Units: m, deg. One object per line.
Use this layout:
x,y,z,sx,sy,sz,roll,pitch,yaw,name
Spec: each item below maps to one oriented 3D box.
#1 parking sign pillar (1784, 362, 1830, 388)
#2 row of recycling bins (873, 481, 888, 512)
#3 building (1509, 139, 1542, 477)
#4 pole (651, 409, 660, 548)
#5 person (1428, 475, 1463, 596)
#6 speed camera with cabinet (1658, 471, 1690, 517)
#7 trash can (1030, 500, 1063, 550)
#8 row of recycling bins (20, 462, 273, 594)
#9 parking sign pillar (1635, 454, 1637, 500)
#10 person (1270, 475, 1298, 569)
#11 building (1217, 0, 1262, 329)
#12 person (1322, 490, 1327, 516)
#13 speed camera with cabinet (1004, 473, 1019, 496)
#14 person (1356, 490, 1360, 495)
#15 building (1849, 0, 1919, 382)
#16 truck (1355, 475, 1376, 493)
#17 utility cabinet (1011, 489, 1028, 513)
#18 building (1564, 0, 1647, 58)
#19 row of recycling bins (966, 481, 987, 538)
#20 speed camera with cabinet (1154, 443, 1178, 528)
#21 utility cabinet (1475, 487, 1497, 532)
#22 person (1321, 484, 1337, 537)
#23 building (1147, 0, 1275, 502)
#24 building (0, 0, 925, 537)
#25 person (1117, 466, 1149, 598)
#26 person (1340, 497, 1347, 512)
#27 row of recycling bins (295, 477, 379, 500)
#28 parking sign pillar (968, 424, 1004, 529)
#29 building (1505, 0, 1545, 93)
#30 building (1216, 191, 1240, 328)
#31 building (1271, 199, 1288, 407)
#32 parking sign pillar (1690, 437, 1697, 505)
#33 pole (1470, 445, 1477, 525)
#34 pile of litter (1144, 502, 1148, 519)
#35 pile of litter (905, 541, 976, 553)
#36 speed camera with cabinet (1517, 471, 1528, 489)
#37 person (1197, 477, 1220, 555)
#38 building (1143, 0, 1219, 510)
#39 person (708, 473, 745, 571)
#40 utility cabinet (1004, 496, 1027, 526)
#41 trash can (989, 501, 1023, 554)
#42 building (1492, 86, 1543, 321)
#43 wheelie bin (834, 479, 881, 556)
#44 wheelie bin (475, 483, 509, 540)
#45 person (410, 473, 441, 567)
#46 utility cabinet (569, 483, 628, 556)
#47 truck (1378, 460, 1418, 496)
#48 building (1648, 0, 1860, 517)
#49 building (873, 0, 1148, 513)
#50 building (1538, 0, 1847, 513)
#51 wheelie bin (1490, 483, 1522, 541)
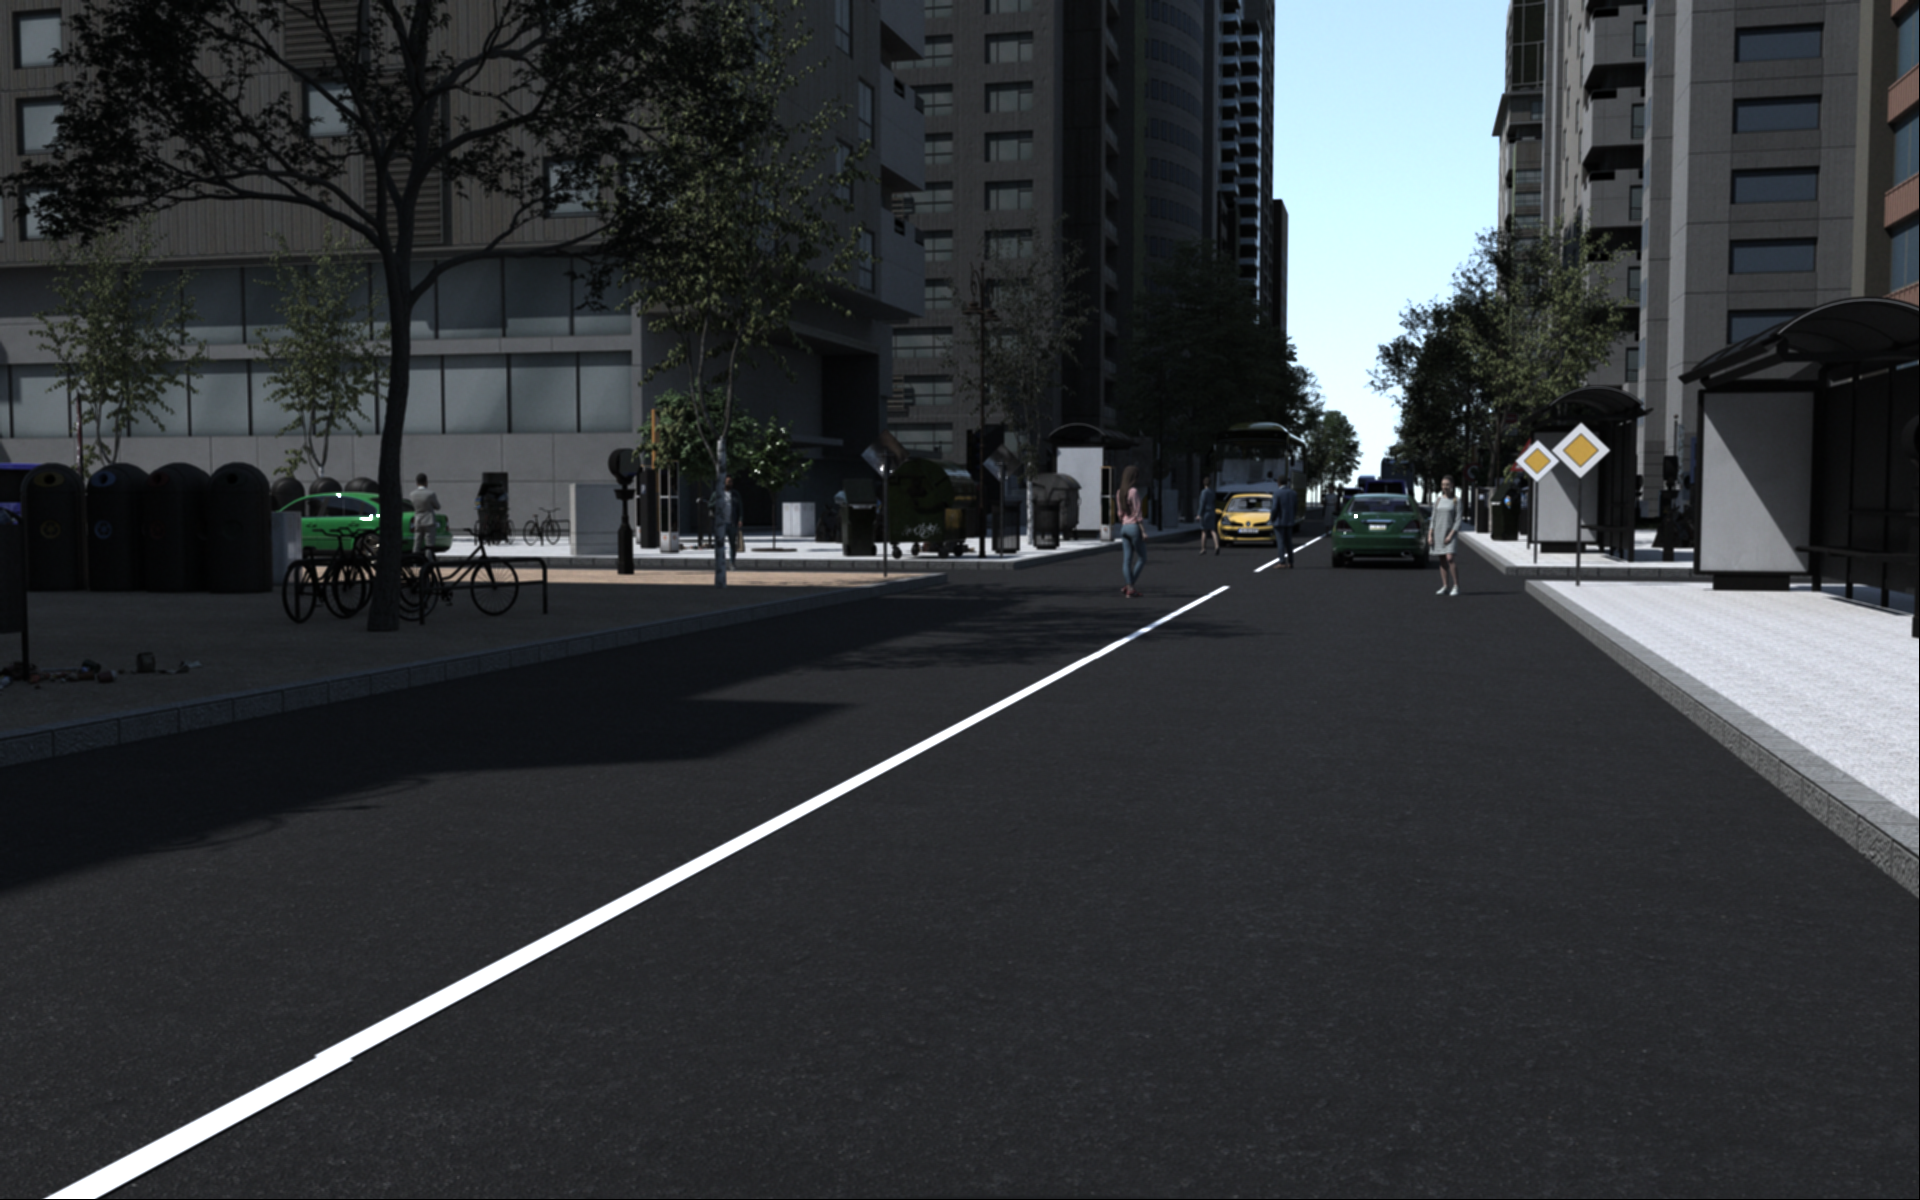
15.957,-2.738,33.240,1.447,3.967,1.447,2,4,35,parking sign pillar
-2.322,-2.840,53.551,1.069,1.692,3.534,-3,5,-40,row of recycling bins
71.093,-31.652,201.111,14.154,41.232,14.086,1,4,14,building
-7.284,-2.918,41.550,0.158,3.312,0.155,0,3,0,pole
6.942,-0.928,24.680,0.512,1.701,0.522,3,5,41,person
27.778,-4.421,66.620,0.660,3.252,2.038,-1,4,-17,speed camera with cabinet
2.005,-1.743,40.144,0.748,1.137,0.748,0,3,0,trash can
-10.755,-0.967,22.923,3.534,1.692,1.069,1,4,10,row of recycling bins
30.915,-5.654,80.910,1.447,3.967,1.447,-3,5,-40,parking sign pillar
6.242,-1.506,33.312,0.721,1.800,0.419,-2,4,-34,person
26.905,-55.119,213.864,22.319,86.520,31.000,1,4,14,building
23.496,-6.226,111.116,0.721,1.723,1.217,3,4,36,person
3.196,-5.725,87.936,2.038,3.252,0.660,-2,4,-24,speed camera with cabinet
27.348,-6.680,118.656,0.436,1.711,0.756,-2,4,-33,person
37.655,-23.778,43.396,28.867,44.769,22.147,1,4,14,building
59.377,-15.999,251.346,2.967,4.110,18.799,1,4,16,truck
2.990,-4.467,81.722,1.173,1.500,0.318,-2,4,-35,utility cabinet
58.184,-32.685,123.644,28.713,52.752,27.495,1,4,14,building
0.152,-2.749,52.063,1.069,1.692,3.534,1,4,9,row of recycling bins
7.969,-4.437,66.879,0.660,3.252,2.038,0,4,-4,speed camera with cabinet
17.665,-3.014,57.956,0.318,1.500,1.173,-1,4,-12,utility cabinet
12.336,-2.985,57.875,0.480,1.755,0.524,2,4,26,person
34.793,-49.018,239.689,20.563,71.187,20.611,1,4,14,building
-17.085,-29.057,64.314,28.713,52.752,27.495,1,4,14,building
2.407,-0.947,23.991,0.388,1.821,0.555,-3,5,-39,person
15.940,-3.620,71.937,0.306,1.304,0.590,0,4,-2,person
-15.888,-2.147,42.214,3.534,1.692,1.069,-3,4,-36,row of recycling bins
0.982,-4.672,64.854,1.447,3.967,1.447,-1,4,-20,parking sign pillar
85.024,-49.239,243.308,20.563,71.187,20.611,1,4,14,building
18.958,-24.082,165.449,14.160,30.474,14.107,1,4,14,building
40.992,-37.108,256.830,14.600,45.320,14.200,1,4,14,building
25.068,-4.270,58.289,1.447,3.967,1.447,0,4,-1,parking sign pillar
21.400,-4.791,72.168,0.158,3.312,0.155,0,3,0,pole
9.762,-4.674,90.387,1.719,0.858,1.176,1,4,12,pile of litter
-0.404,-1.485,38.248,1.176,0.858,1.719,-3,4,-38,pile of litter
22.370,-4.647,70.320,2.038,3.252,0.660,3,5,42,speed camera with cabinet
5.828,-1.962,40.606,0.581,1.822,0.654,-2,4,-23,person
9.498,-36.857,144.615,21.231,58.520,28.212,1,4,14,building
-4.255,-1.437,31.981,0.794,1.824,0.713,0,4,1,person
2.170,-3.553,69.256,1.020,1.237,0.306,-1,4,-13,utility cabinet
0.992,-1.577,37.435,0.748,1.137,0.748,0,3,0,trash can
82.585,-38.541,219.390,28.713,52.752,27.495,1,4,14,building
-2.144,-1.714,35.940,0.980,1.594,0.693,-1,4,-19,wheelie bin
-12.985,-2.465,48.215,0.693,1.594,0.980,3,5,43,wheelie bin
-9.497,-1.353,30.803,0.511,1.800,0.466,0,4,0,person
-7.503,-1.670,35.988,1.173,1.500,0.318,-3,4,-37,utility cabinet
31.363,-8.264,124.870,2.967,4.110,18.799,1,4,15,truck
45.157,-33.218,85.120,21.231,58.520,28.212,1,4,14,building
2.503,-25.280,96.916,14.154,41.232,14.086,1,4,14,building
61.842,-37.262,151.228,21.231,58.520,28.212,1,4,14,building
15.025,-2.431,47.649,0.693,1.594,0.980,-1,4,-10,wheelie bin
